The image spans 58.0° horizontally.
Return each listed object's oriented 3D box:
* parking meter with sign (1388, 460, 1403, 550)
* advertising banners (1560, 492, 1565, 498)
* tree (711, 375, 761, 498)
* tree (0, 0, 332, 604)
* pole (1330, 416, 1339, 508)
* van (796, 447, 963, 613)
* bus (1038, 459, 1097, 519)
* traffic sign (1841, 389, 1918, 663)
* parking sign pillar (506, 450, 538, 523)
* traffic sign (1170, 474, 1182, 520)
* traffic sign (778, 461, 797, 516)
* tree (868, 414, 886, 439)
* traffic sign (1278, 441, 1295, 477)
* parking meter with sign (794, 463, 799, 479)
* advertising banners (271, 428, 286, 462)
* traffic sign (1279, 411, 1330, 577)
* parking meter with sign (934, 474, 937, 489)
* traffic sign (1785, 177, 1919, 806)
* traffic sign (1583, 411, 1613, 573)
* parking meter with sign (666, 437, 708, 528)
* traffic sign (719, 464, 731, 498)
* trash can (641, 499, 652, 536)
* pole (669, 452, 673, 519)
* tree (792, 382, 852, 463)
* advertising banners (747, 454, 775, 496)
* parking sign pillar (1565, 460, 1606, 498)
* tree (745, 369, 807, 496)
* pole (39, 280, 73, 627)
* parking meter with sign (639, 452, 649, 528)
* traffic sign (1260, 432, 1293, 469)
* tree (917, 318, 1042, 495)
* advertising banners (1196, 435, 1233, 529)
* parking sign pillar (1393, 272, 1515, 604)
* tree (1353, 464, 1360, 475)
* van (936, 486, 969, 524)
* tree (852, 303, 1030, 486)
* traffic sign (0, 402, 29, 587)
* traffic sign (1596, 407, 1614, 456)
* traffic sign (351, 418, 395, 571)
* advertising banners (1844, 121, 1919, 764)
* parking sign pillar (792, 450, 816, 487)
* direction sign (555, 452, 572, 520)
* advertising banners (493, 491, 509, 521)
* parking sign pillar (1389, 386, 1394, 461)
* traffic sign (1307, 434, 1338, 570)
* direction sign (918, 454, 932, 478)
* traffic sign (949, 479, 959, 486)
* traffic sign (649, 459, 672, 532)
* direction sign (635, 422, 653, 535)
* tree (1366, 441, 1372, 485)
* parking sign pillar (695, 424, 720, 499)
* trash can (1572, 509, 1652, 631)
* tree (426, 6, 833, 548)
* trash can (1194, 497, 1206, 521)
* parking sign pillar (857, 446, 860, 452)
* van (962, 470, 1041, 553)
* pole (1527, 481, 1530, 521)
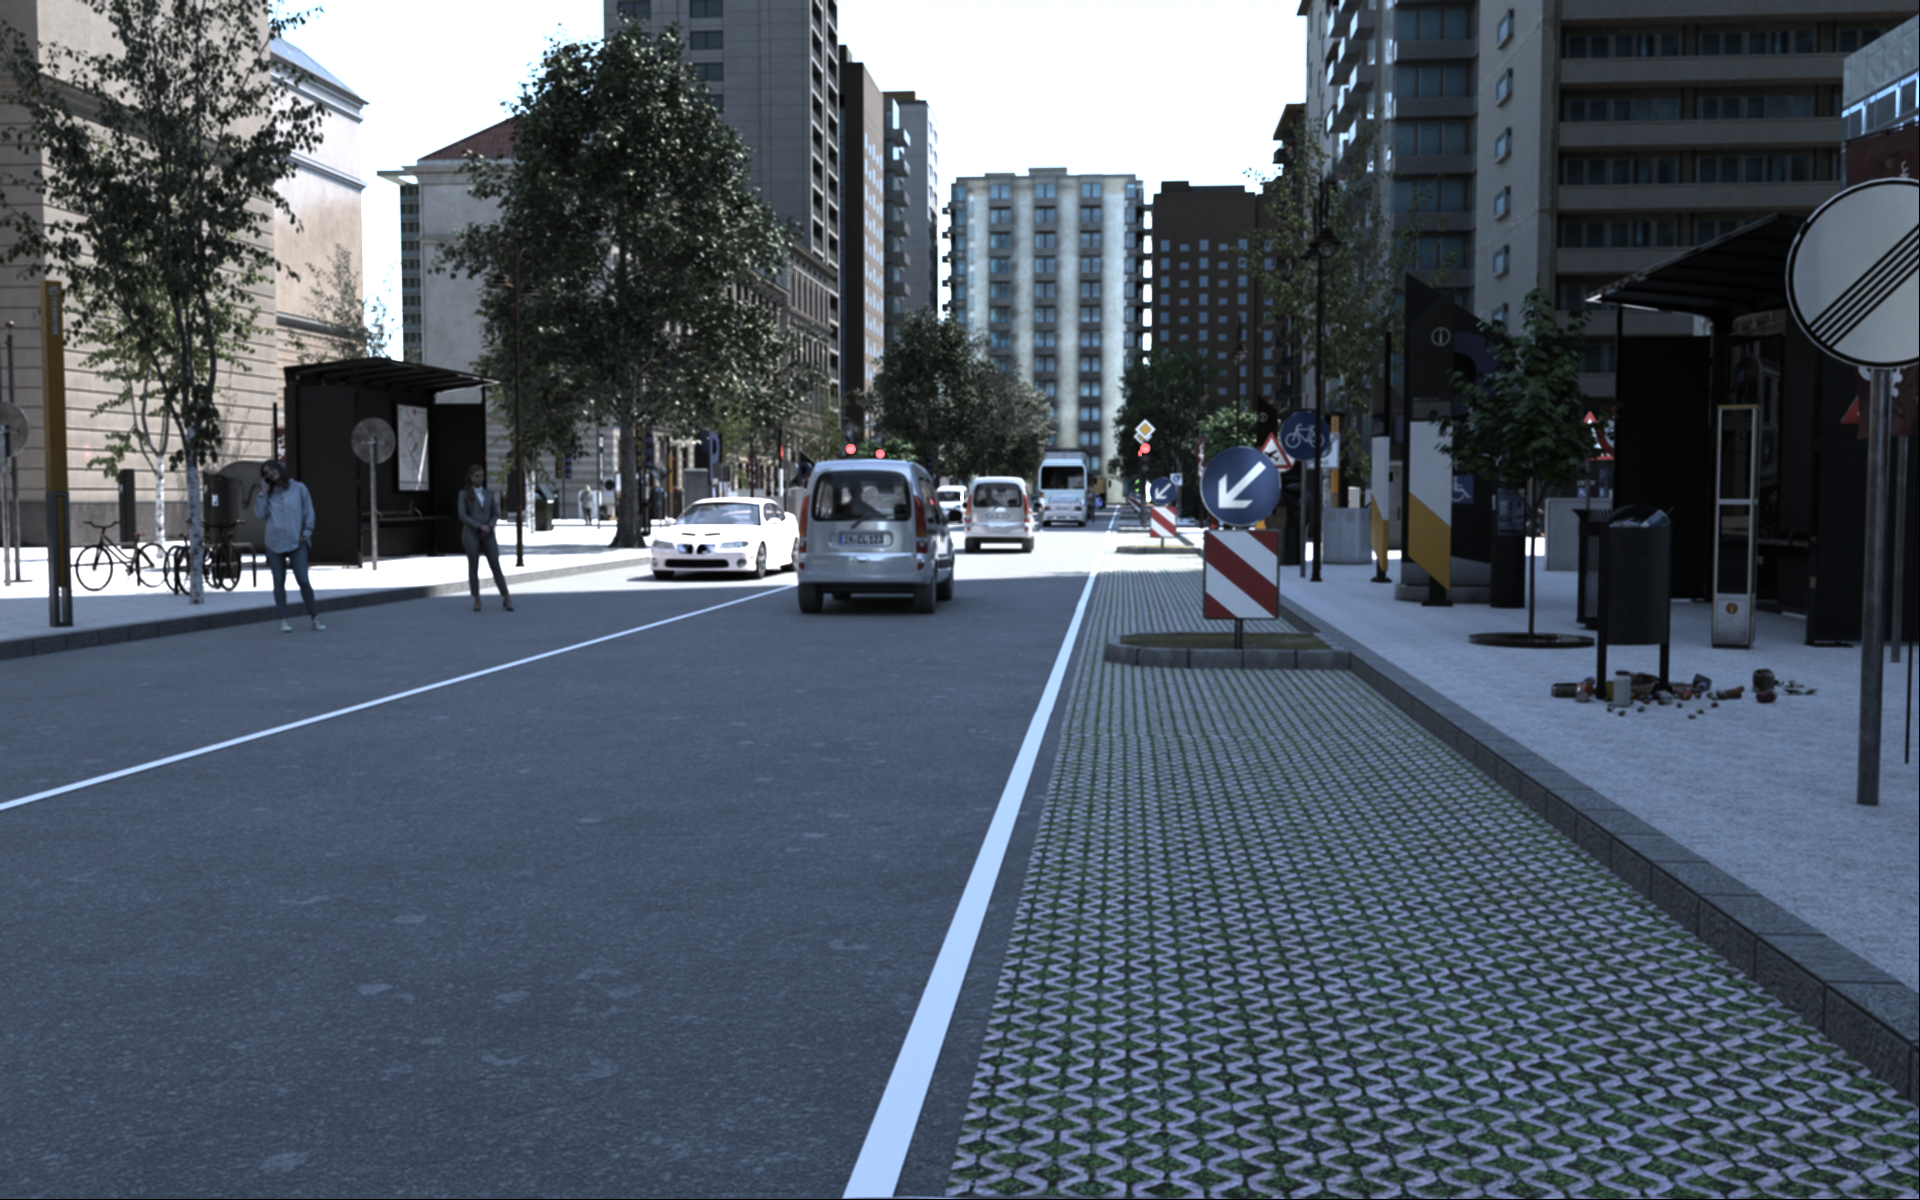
[{"bbox_3d":[9.940,-2.654,39.653,1.738,3.016,0.543,3,5,42],"label":"parking meter with sign"},{"bbox_3d":[28.573,-5.226,81.634,2.074,3.025,0.090,3,5,39],"label":"advertising banners"},{"bbox_3d":[-13.073,-8.979,97.170,4.737,8.622,4.395,0,3,0],"label":"tree"},{"bbox_3d":[-9.074,-4.247,19.801,4.360,8.622,3.978,0,3,0],"label":"tree"},{"bbox_3d":[9.806,-3.150,45.347,0.158,3.312,0.155,0,3,0],"label":"pole"},{"bbox_3d":[-1.013,-0.930,22.212,2.013,2.044,4.112,0,4,4],"label":"van"},{"bbox_3d":[6.112,-6.309,98.011,2.948,3.499,13.247,0,4,6],"label":"bus"},{"bbox_3d":[7.130,-0.803,13.125,0.884,2.594,0.081,1,4,12],"label":"traffic sign"},{"bbox_3d":[-19.573,-5.444,77.477,1.447,3.967,1.447,0,4,-7],"label":"parking sign pillar"},{"bbox_3d":[10.749,-5.137,86.114,0.606,2.300,0.079,1,4,12],"label":"traffic sign"},{"bbox_3d":[-6.560,-4.023,65.883,0.768,2.556,0.104,1,4,12],"label":"traffic sign"},{"bbox_3d":[-5.691,-11.899,144.902,4.360,8.622,3.978,0,3,0],"label":"tree"},{"bbox_3d":[7.617,-2.524,41.379,0.768,2.556,0.104,1,4,9],"label":"traffic sign"},{"bbox_3d":[-9.483,-6.193,97.519,0.543,3.016,1.738,-1,4,-16],"label":"parking meter with sign"},{"bbox_3d":[-18.649,-3.029,45.716,2.074,3.025,0.090,0,4,2],"label":"advertising banners"},{"bbox_3d":[5.281,-1.620,26.601,0.768,2.556,0.104,0,4,6],"label":"traffic sign"},{"bbox_3d":[-1.235,-8.890,141.610,1.738,3.016,0.543,-1,4,-18],"label":"parking meter with sign"},{"bbox_3d":[3.756,-0.427,7.088,0.768,2.556,0.104,1,4,13],"label":"traffic sign"},{"bbox_3d":[9.873,-1.665,27.234,0.884,2.594,0.081,1,4,11],"label":"traffic sign"},{"bbox_3d":[-7.829,-3.373,51.414,1.738,3.016,0.543,-1,4,-12],"label":"parking meter with sign"},{"bbox_3d":[-8.128,-3.498,59.328,0.606,2.300,0.079,1,4,13],"label":"traffic sign"},{"bbox_3d":[-9.781,-2.535,53.096,0.748,1.137,0.748,0,3,0],"label":"trash can"},{"bbox_3d":[-12.711,-5.031,76.096,0.158,3.312,0.155,0,3,0],"label":"pole"},{"bbox_3d":[-8.913,-9.999,113.841,4.737,8.622,4.395,0,3,0],"label":"tree"},{"bbox_3d":[-8.491,-4.893,76.188,2.074,3.025,0.090,-3,4,-38],"label":"advertising banners"},{"bbox_3d":[22.010,-4.433,60.956,1.447,3.967,1.447,-3,5,-39],"label":"parking sign pillar"},{"bbox_3d":[-11.112,-9.268,101.899,4.360,8.622,3.978,0,3,0],"label":"tree"},{"bbox_3d":[-8.708,-1.397,16.681,0.158,3.312,0.155,0,3,0],"label":"pole"},{"bbox_3d":[-12.197,-4.281,66.256,0.543,3.016,1.738,0,4,3],"label":"parking meter with sign"},{"bbox_3d":[6.512,-2.218,36.271,0.884,2.594,0.081,1,4,9],"label":"traffic sign"},{"bbox_3d":[0.484,-12.830,120.132,12.009,13.543,11.850,0,3,0],"label":"tree"},{"bbox_3d":[7.543,-3.368,51.251,0.090,3.025,2.074,-2,4,-24],"label":"advertising banners"},{"bbox_3d":[5.999,-1.980,20.845,1.447,3.967,1.447,1,4,14],"label":"parking sign pillar"},{"bbox_3d":[21.201,-6.052,93.558,1.663,3.219,1.824,0,3,0],"label":"tree"},{"bbox_3d":[-0.491,-4.731,84.366,2.013,2.044,4.112,0,4,7],"label":"van"},{"bbox_3d":[-1.905,-11.428,103.858,9.611,12.733,9.660,0,3,0],"label":"tree"},{"bbox_3d":[-13.205,-1.458,23.945,0.768,2.556,0.104,1,4,13],"label":"traffic sign"},{"bbox_3d":[9.463,-1.508,24.769,0.768,2.556,0.104,0,4,7],"label":"traffic sign"},{"bbox_3d":[-9.800,-1.763,28.927,0.768,2.556,0.104,0,4,6],"label":"traffic sign"},{"bbox_3d":[4.642,-0.702,7.658,0.090,3.025,2.074,-1,4,-14],"label":"advertising banners"},{"bbox_3d":[-9.308,-7.151,105.386,1.447,3.967,1.447,2,4,35],"label":"parking sign pillar"},{"bbox_3d":[-19.734,-5.764,86.233,0.876,3.537,0.379,1,4,16],"label":"direction sign"},{"bbox_3d":[-22.735,-5.353,83.706,2.074,3.025,0.090,-1,4,-10],"label":"advertising banners"},{"bbox_3d":[11.269,-3.362,43.446,1.447,3.967,1.447,-3,5,-40],"label":"parking sign pillar"},{"bbox_3d":[6.035,-1.645,29.021,0.606,2.300,0.079,1,4,12],"label":"traffic sign"},{"bbox_3d":[-1.962,-6.447,97.405,0.876,3.537,0.379,-2,4,-25],"label":"direction sign"},{"bbox_3d":[-0.381,-6.619,110.346,0.606,2.300,0.079,1,4,10],"label":"traffic sign"},{"bbox_3d":[-9.845,-3.409,56.928,0.795,2.450,0.064,1,4,10],"label":"traffic sign"},{"bbox_3d":[-9.917,-3.818,54.420,0.876,3.537,0.379,3,5,43],"label":"direction sign"},{"bbox_3d":[21.629,-6.260,86.065,4.285,4.588,4.351,0,3,0],"label":"tree"},{"bbox_3d":[-7.803,-3.978,53.506,1.447,3.967,1.447,0,4,8],"label":"parking sign pillar"},{"bbox_3d":[6.167,-0.289,16.380,0.748,1.137,0.748,0,3,0],"label":"trash can"},{"bbox_3d":[-7.955,-7.603,41.314,9.611,12.733,9.660,0,3,0],"label":"tree"},{"bbox_3d":[11.672,-4.418,83.884,0.748,1.137,0.748,0,3,0],"label":"trash can"},{"bbox_3d":[-5.891,-6.482,94.458,1.447,3.967,1.447,2,4,29],"label":"parking sign pillar"},{"bbox_3d":[1.024,-2.237,43.594,2.013,2.044,4.112,0,4,4],"label":"van"},{"bbox_3d":[26.083,-5.246,79.621,0.158,3.312,0.155,0,3,0],"label":"pole"}]
